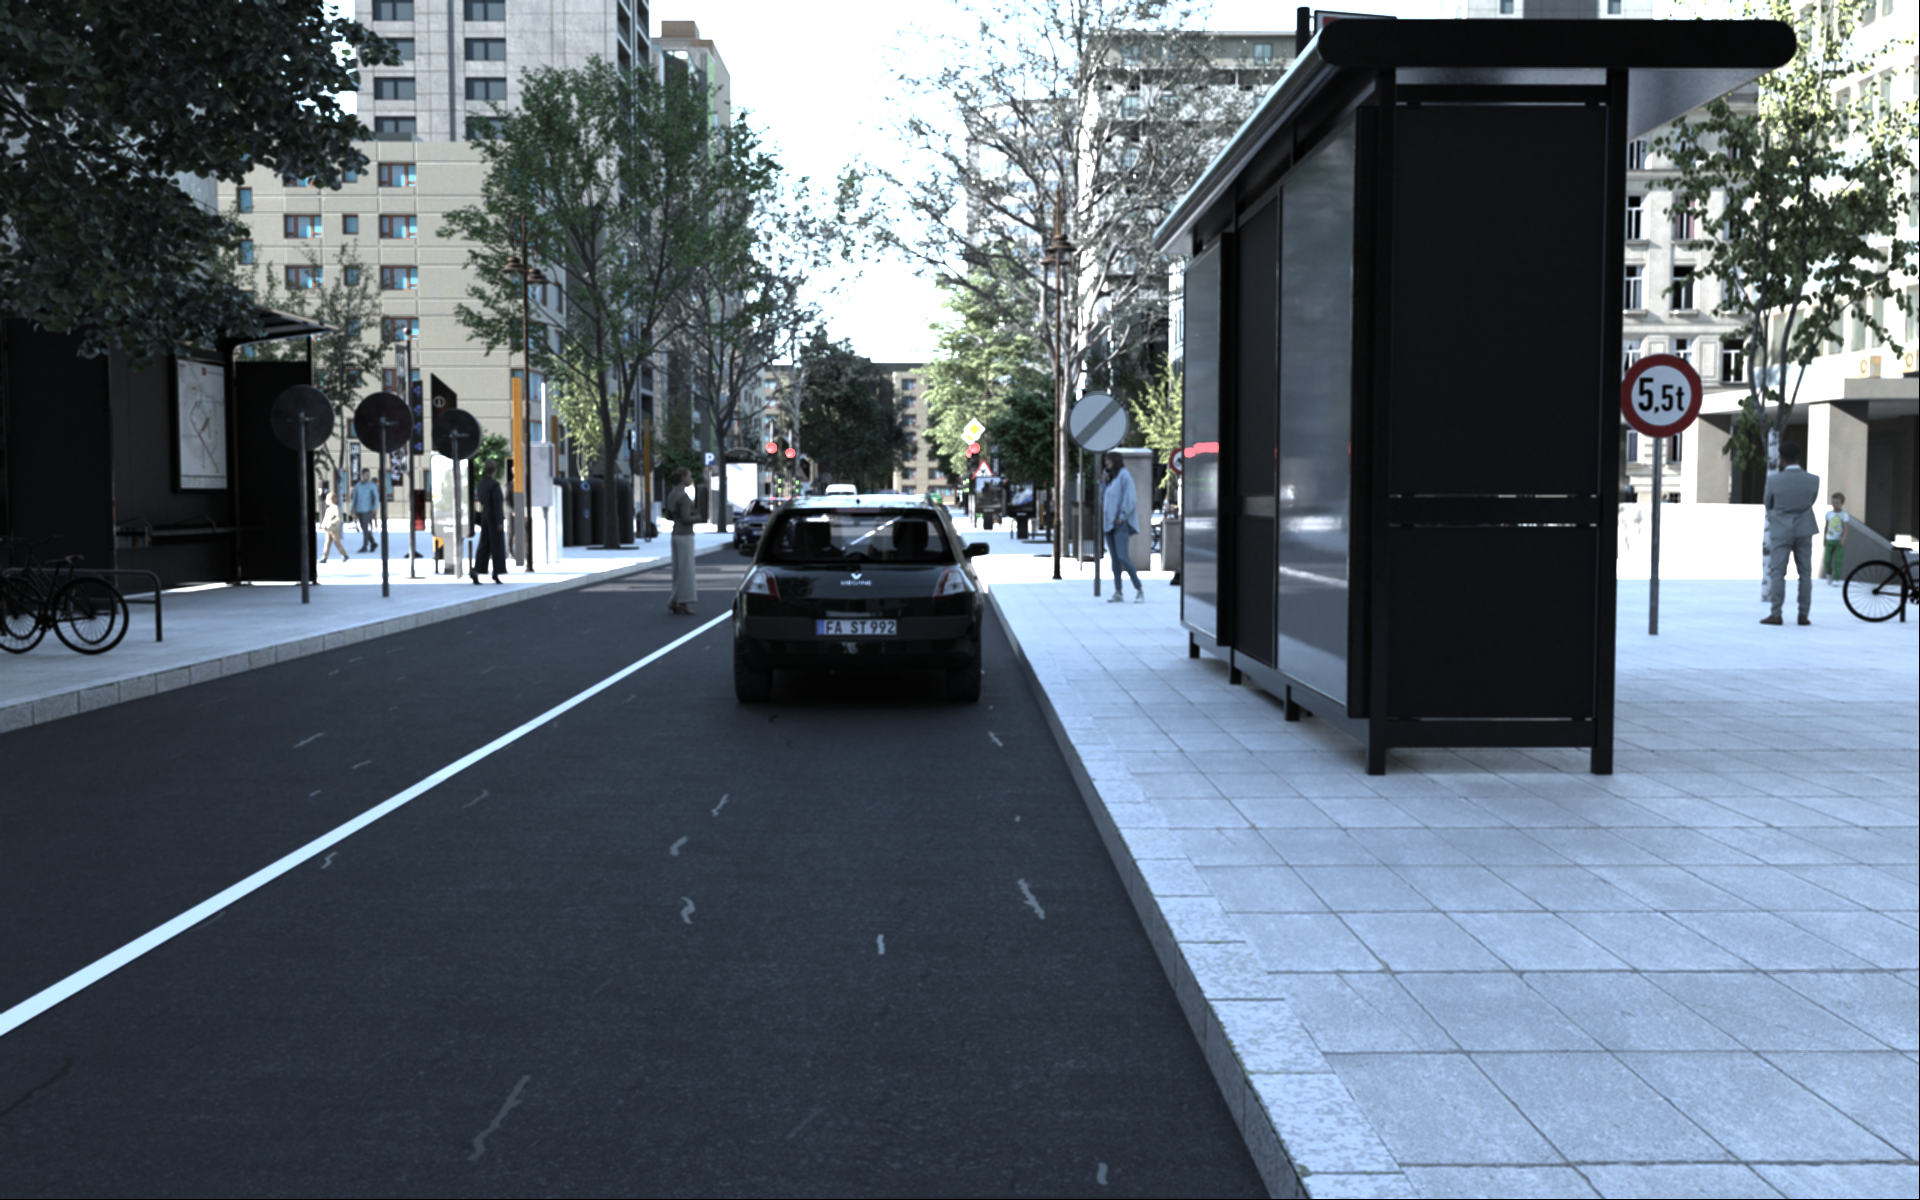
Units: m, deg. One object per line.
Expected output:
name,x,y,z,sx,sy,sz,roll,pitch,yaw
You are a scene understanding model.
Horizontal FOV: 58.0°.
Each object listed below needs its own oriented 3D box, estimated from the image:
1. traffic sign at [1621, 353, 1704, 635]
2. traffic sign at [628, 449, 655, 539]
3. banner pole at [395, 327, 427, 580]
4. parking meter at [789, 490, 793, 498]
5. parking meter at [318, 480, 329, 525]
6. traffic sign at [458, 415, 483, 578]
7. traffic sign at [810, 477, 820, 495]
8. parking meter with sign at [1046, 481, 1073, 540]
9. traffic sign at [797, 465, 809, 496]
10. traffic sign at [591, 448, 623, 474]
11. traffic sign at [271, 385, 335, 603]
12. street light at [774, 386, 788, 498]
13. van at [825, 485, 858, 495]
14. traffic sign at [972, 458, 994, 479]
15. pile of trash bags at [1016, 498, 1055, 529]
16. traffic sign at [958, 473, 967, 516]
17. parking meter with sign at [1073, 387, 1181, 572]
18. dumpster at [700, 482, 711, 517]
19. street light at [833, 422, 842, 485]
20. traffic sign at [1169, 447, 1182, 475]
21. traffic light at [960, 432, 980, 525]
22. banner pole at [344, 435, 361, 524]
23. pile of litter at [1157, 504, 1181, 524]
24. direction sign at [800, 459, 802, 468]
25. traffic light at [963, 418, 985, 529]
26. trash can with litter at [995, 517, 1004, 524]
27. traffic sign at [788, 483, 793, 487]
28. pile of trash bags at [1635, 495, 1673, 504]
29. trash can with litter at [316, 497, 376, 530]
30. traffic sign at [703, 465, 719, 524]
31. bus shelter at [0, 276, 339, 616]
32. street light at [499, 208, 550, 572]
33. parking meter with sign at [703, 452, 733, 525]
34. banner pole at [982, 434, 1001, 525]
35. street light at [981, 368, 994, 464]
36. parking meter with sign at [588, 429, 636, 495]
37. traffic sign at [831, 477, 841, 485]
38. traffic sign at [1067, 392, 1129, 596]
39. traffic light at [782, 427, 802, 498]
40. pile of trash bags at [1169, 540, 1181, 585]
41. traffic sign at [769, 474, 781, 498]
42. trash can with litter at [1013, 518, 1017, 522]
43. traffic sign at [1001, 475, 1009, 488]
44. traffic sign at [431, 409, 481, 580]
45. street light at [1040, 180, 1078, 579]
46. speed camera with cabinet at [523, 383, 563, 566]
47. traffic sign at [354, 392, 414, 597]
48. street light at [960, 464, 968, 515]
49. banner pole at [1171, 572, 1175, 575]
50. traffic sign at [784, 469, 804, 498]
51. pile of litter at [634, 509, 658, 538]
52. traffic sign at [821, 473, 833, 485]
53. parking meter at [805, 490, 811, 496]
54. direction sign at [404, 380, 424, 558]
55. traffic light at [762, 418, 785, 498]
traffic sign,6.333,-0.956,15.742,0.768,2.556,0.104,0,4,0
traffic sign,-9.074,-3.014,49.380,0.768,2.556,0.104,0,4,3
banner pole,-8.262,-2.189,25.810,0.401,3.779,0.863,0,4,-1
parking meter,-9.845,-5.699,101.594,0.372,1.533,0.369,0,3,0
parking meter,-26.761,-4.107,72.856,0.255,1.863,0.399,2,4,31
traffic sign,-7.658,-1.611,26.452,0.768,2.556,0.104,0,4,6
traffic sign,-10.711,-7.864,128.576,0.884,2.594,0.081,1,4,9
parking meter with sign,3.112,-3.203,48.636,1.738,3.016,0.543,3,5,40
traffic sign,-7.272,-4.805,78.565,0.884,2.594,0.081,0,4,0
traffic sign,-9.361,-2.806,45.890,0.884,2.594,0.081,1,4,8
traffic sign,-7.697,-1.235,20.291,0.768,2.556,0.104,0,4,4
street light,-7.481,-6.102,72.549,0.468,5.910,1.993,0,4,-1
van,-5.294,-4.299,77.294,2.013,2.044,4.112,0,4,-2
traffic sign,0.853,-3.830,62.624,0.884,2.594,0.081,0,4,0
pile of trash bags,3.884,-3.322,64.074,3.447,1.369,1.912,-2,4,-27
traffic sign,0.285,-6.236,102.059,0.768,2.556,0.104,1,4,8
parking meter with sign,2.822,-1.977,28.586,1.738,3.016,0.543,0,4,-5
dumpster,-11.628,-4.609,81.113,1.264,1.857,1.865,0,4,-1
street light,-7.880,-8.477,111.379,0.468,5.910,1.993,0,4,-1
traffic sign,6.000,-2.848,46.671,0.768,2.556,0.104,0,3,0
traffic light,0.431,-5.106,72.411,0.839,4.253,0.868,0,4,-1
banner pole,-25.816,-5.110,73.560,0.863,3.779,0.401,-3,5,-45
pile of litter,9.254,-3.693,74.352,1.719,0.858,1.176,3,5,40
direction sign,-10.339,-7.250,110.536,0.876,3.537,0.379,0,4,2
traffic light,0.522,-4.618,64.426,0.839,4.253,0.868,0,4,-1
trash can with litter,1.515,-3.890,74.984,0.624,1.170,1.055,-3,4,-37
traffic sign,-12.633,-8.032,131.334,0.884,2.594,0.081,0,4,5
pile of trash bags,26.166,-3.325,64.113,3.447,1.369,1.912,3,5,41
trash can with litter,-22.117,-3.120,62.074,2.233,1.210,1.678,-1,4,-21
traffic sign,-10.586,-4.501,73.700,0.768,2.556,0.104,0,4,7
bus shelter,-9.539,-1.839,21.357,1.731,3.624,6.357,0,4,-1
street light,-7.090,-3.398,28.346,0.468,5.910,1.993,0,4,-1
parking meter with sign,-10.005,-4.633,72.014,0.543,3.016,1.738,-3,4,-38
banner pole,1.334,-5.026,72.190,0.863,3.779,0.401,-1,4,-11
street light,0.990,-5.560,63.701,0.468,5.910,1.993,0,4,-1
parking meter with sign,-9.698,-3.102,46.971,1.738,3.016,0.543,0,4,3
traffic sign,-9.268,-7.925,129.571,0.884,2.594,0.081,0,3,0
traffic sign,1.725,-1.319,21.670,0.768,2.556,0.104,0,4,8
traffic light,-7.029,-5.100,72.310,0.839,4.253,0.868,0,4,-1
pile of trash bags,4.468,-0.856,23.741,1.912,1.369,3.447,-2,4,-33
traffic sign,-11.496,-6.612,108.110,0.884,2.594,0.081,0,4,8
trash can with litter,2.645,-4.178,79.705,0.624,1.170,1.055,1,4,13
traffic sign,2.378,-6.008,98.335,0.768,2.556,0.104,0,4,4
traffic sign,-7.532,-1.576,25.877,0.768,2.556,0.104,0,4,7
street light,1.463,-3.250,25.925,0.468,5.910,1.993,0,4,-1
speed camera with cabinet,-7.683,-2.284,31.683,0.660,3.252,2.038,0,4,-7
traffic sign,-7.183,-1.314,21.586,0.768,2.556,0.104,0,4,5
street light,0.420,-8.273,108.052,0.468,5.910,1.993,0,4,-1
banner pole,3.530,-2.276,27.234,0.401,3.779,0.863,1,4,10
traffic sign,-7.409,-4.721,77.189,0.884,2.594,0.081,0,4,2
pile of litter,-9.509,-2.243,50.643,1.176,0.858,1.719,2,4,35
traffic sign,-8.076,-6.411,104.928,0.768,2.556,0.104,0,4,8
parking meter,-8.453,-5.379,96.353,0.372,1.533,0.369,0,3,0
direction sign,-11.007,-2.618,34.802,0.876,3.537,0.379,3,5,43
traffic light,-6.939,-4.612,64.326,0.839,4.253,0.868,0,4,-1
